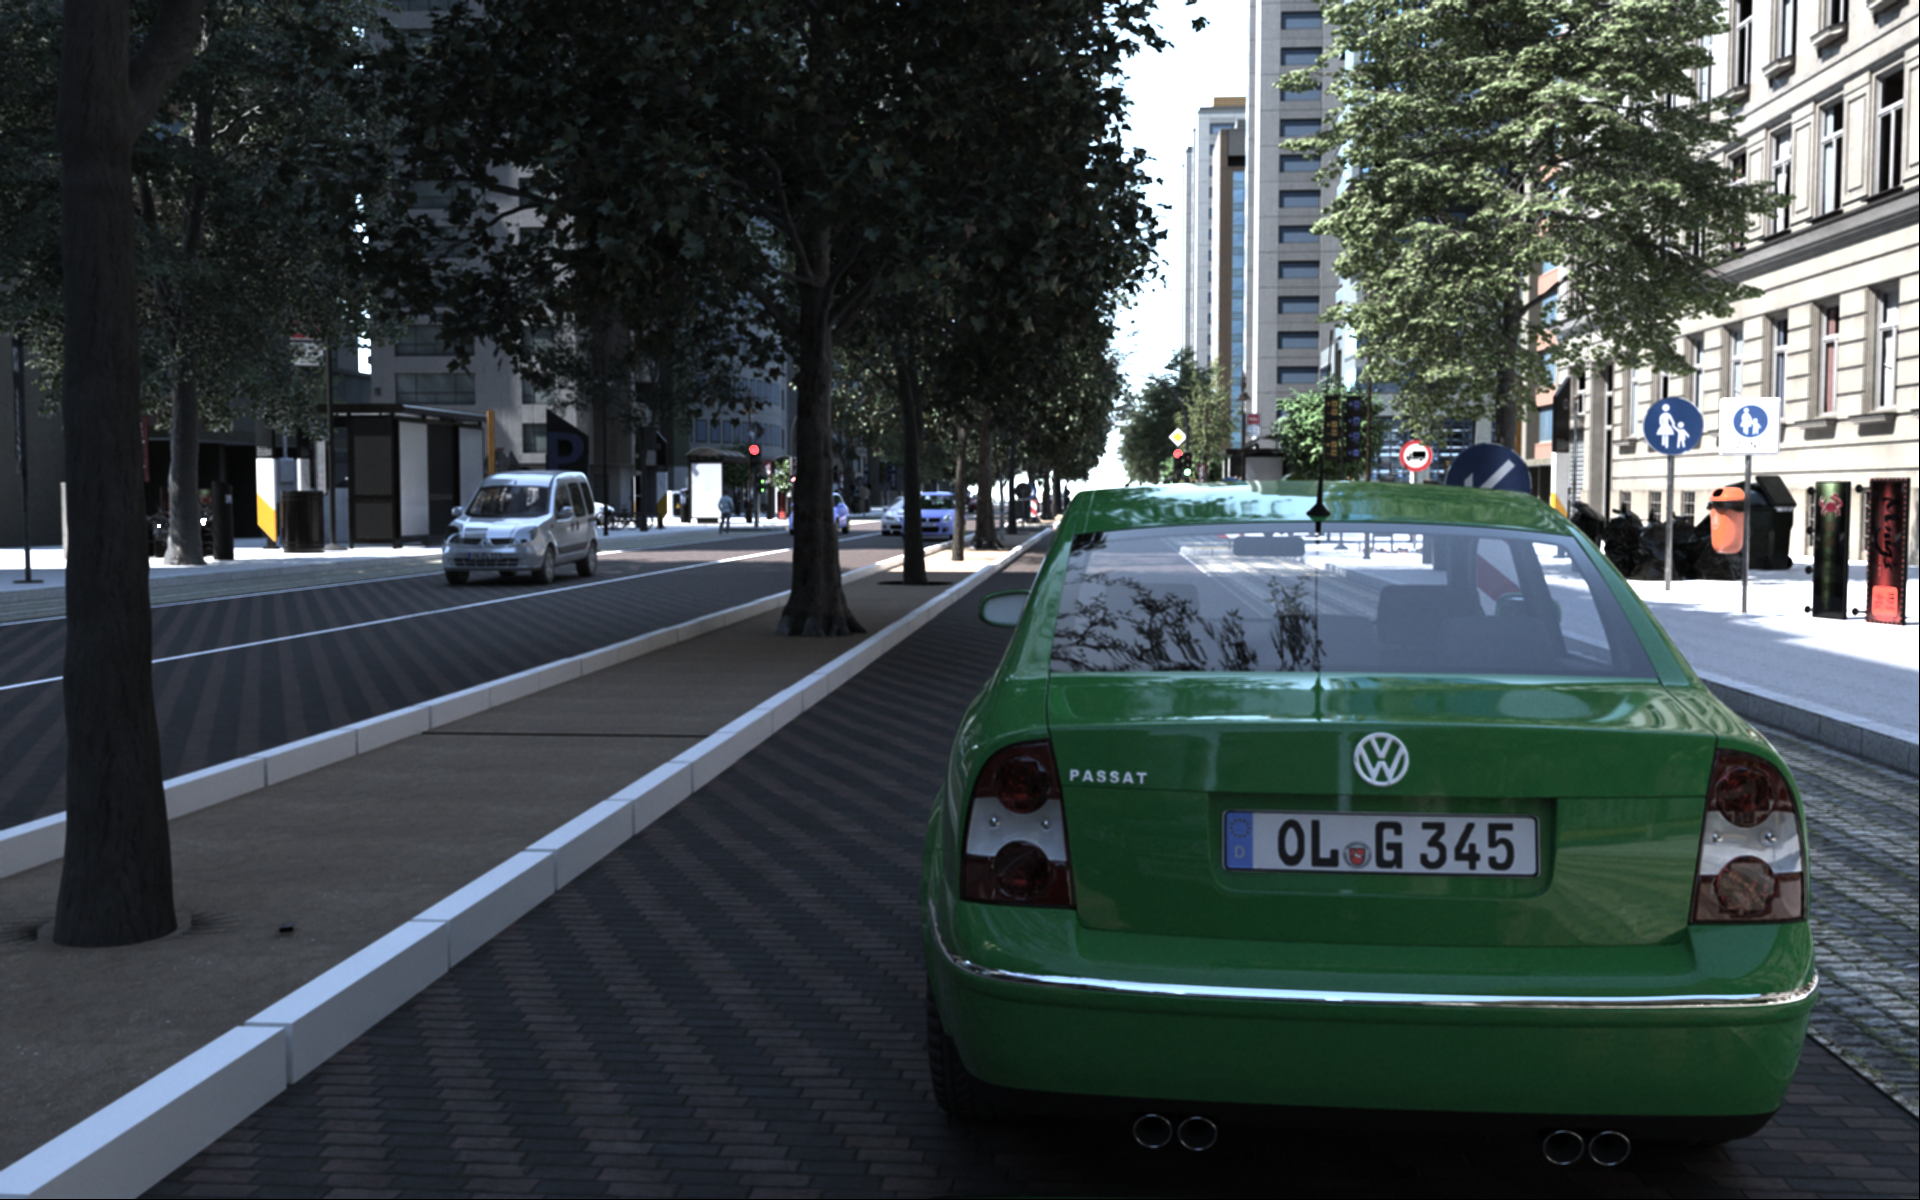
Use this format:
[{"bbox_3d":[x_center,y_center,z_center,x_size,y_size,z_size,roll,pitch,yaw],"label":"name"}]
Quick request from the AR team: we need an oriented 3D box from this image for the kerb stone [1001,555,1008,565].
[{"bbox_3d":[0.806,-0.741,34.320,0.120,0.150,1.000,0,4,5],"label":"kerb stone"}]

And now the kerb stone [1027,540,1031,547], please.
[{"bbox_3d":[1.731,-1.429,45.558,0.120,0.150,1.000,0,4,5],"label":"kerb stone"}]

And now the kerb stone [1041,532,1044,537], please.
[{"bbox_3d":[2.489,-1.986,54.764,0.120,0.150,1.000,0,4,5],"label":"kerb stone"}]

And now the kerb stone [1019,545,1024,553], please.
[{"bbox_3d":[1.394,-1.178,41.483,0.120,0.150,1.000,0,4,5],"label":"kerb stone"}]

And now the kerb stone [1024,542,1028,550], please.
[{"bbox_3d":[1.562,-1.299,43.521,0.120,0.150,1.000,0,4,5],"label":"kerb stone"}]

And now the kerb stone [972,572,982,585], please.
[{"bbox_3d":[0.217,-0.304,27.170,0.120,0.150,1.000,0,4,5],"label":"kerb stone"}]

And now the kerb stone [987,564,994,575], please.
[{"bbox_3d":[0.464,-0.492,30.238,0.120,0.150,1.000,0,4,5],"label":"kerb stone"}]

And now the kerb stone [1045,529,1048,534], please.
[{"bbox_3d":[2.820,-2.232,58.846,0.120,0.150,1.000,0,4,5],"label":"kerb stone"}]

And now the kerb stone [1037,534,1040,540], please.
[{"bbox_3d":[2.232,-1.803,51.681,0.120,0.150,1.000,0,4,5],"label":"kerb stone"}]

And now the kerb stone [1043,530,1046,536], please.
[{"bbox_3d":[2.660,-2.117,56.807,0.120,0.150,1.000,0,4,5],"label":"kerb stone"}]

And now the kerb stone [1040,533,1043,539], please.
[{"bbox_3d":[2.404,-1.929,53.735,0.120,0.150,1.000,0,4,5],"label":"kerb stone"}]

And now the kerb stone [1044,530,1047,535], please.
[{"bbox_3d":[2.744,-2.173,57.826,0.120,0.150,1.000,0,4,5],"label":"kerb stone"}]

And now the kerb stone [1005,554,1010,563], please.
[{"bbox_3d":[0.885,-0.802,35.339,0.120,0.150,1.000,0,4,5],"label":"kerb stone"}]

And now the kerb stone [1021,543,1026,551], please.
[{"bbox_3d":[1.478,-1.239,42.502,0.120,0.150,1.000,0,4,5],"label":"kerb stone"}]

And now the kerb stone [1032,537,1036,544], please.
[{"bbox_3d":[1.979,-1.614,48.620,0.120,0.150,1.000,0,4,5],"label":"kerb stone"}]

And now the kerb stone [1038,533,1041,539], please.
[{"bbox_3d":[2.326,-1.866,52.711,0.120,0.150,1.000,0,4,5],"label":"kerb stone"}]

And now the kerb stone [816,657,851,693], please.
[{"bbox_3d":[-0.960,0.569,12.890,0.120,0.150,1.000,0,4,5],"label":"kerb stone"}]

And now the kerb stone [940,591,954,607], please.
[{"bbox_3d":[-0.210,0.015,22.071,0.120,0.150,1.000,0,4,5],"label":"kerb stone"}]

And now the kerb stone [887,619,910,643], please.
[{"bbox_3d":[-0.626,0.320,16.969,0.120,0.150,1.000,0,4,5],"label":"kerb stone"}]

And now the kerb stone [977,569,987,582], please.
[{"bbox_3d":[0.298,-0.367,28.192,0.120,0.150,1.000,0,4,5],"label":"kerb stone"}]

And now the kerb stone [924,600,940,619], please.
[{"bbox_3d":[-0.368,0.132,20.032,0.120,0.150,1.000,0,4,5],"label":"kerb stone"}]

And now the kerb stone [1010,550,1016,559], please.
[{"bbox_3d":[1.061,-0.925,37.389,0.120,0.150,1.000,0,4,5],"label":"kerb stone"}]

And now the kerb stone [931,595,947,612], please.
[{"bbox_3d":[-0.293,0.070,21.051,0.120,0.150,1.000,0,4,5],"label":"kerb stone"}]

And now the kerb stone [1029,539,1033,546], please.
[{"bbox_3d":[1.811,-1.486,46.578,0.120,0.150,1.000,0,4,5],"label":"kerb stone"}]

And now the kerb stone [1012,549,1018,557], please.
[{"bbox_3d":[1.143,-0.987,38.418,0.120,0.150,1.000,0,4,5],"label":"kerb stone"}]

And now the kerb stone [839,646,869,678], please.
[{"bbox_3d":[-0.875,0.507,13.909,0.120,0.150,1.000,0,4,5],"label":"kerb stone"}]

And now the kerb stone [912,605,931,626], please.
[{"bbox_3d":[-0.458,0.195,19.008,0.120,0.150,1.000,0,4,5],"label":"kerb stone"}]

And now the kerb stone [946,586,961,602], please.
[{"bbox_3d":[-0.121,-0.055,23.092,0.120,0.150,1.000,0,4,5],"label":"kerb stone"}]

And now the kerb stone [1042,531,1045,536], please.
[{"bbox_3d":[2.565,-2.055,55.789,0.120,0.150,1.000,0,4,5],"label":"kerb stone"}]

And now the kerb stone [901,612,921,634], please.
[{"bbox_3d":[-0.540,0.262,17.990,0.120,0.150,1.000,0,4,5],"label":"kerb stone"}]

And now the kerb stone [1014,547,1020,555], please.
[{"bbox_3d":[1.223,-1.051,39.439,0.120,0.150,1.000,0,4,5],"label":"kerb stone"}]

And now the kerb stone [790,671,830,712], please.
[{"bbox_3d":[-1.046,0.634,11.872,0.120,0.150,1.000,0,4,5],"label":"kerb stone"}]

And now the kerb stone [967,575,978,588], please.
[{"bbox_3d":[0.133,-0.242,26.148,0.120,0.150,1.000,0,4,5],"label":"kerb stone"}]

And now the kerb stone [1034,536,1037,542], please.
[{"bbox_3d":[2.058,-1.678,49.639,0.120,0.150,1.000,0,4,5],"label":"kerb stone"}]

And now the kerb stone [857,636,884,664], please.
[{"bbox_3d":[-0.797,0.448,14.928,0.120,0.150,1.000,0,4,5],"label":"kerb stone"}]

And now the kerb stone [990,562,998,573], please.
[{"bbox_3d":[0.552,-0.552,31.257,0.120,0.150,1.000,0,4,5],"label":"kerb stone"}]

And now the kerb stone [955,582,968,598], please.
[{"bbox_3d":[-0.029,-0.117,24.110,0.120,0.150,1.000,0,4,5],"label":"kerb stone"}]

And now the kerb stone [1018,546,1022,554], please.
[{"bbox_3d":[1.303,-1.115,40.462,0.120,0.150,1.000,0,4,5],"label":"kerb stone"}]

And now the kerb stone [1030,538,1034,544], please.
[{"bbox_3d":[1.893,-1.554,47.597,0.120,0.150,1.000,0,4,5],"label":"kerb stone"}]

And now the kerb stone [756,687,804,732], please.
[{"bbox_3d":[-1.136,0.694,10.853,0.120,0.150,1.000,0,4,5],"label":"kerb stone"}]

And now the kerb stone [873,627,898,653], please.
[{"bbox_3d":[-0.711,0.383,15.947,0.120,0.150,1.000,0,4,5],"label":"kerb stone"}]

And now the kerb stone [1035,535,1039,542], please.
[{"bbox_3d":[2.152,-1.741,50.661,0.120,0.150,1.000,0,4,5],"label":"kerb stone"}]

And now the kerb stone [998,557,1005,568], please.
[{"bbox_3d":[0.728,-0.679,33.295,0.120,0.150,1.000,0,4,5],"label":"kerb stone"}]

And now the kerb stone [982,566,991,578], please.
[{"bbox_3d":[0.390,-0.429,29.211,0.120,0.150,1.000,0,4,5],"label":"kerb stone"}]

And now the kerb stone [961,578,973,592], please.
[{"bbox_3d":[0.054,-0.178,25.129,0.120,0.150,1.000,0,4,5],"label":"kerb stone"}]

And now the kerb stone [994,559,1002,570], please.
[{"bbox_3d":[0.638,-0.616,32.275,0.120,0.150,1.000,0,4,5],"label":"kerb stone"}]

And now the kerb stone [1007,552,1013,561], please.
[{"bbox_3d":[0.975,-0.861,36.367,0.120,0.150,1.000,0,4,5],"label":"kerb stone"}]

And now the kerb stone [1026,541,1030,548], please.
[{"bbox_3d":[1.657,-1.367,44.539,0.120,0.150,1.000,0,4,5],"label":"kerb stone"}]
